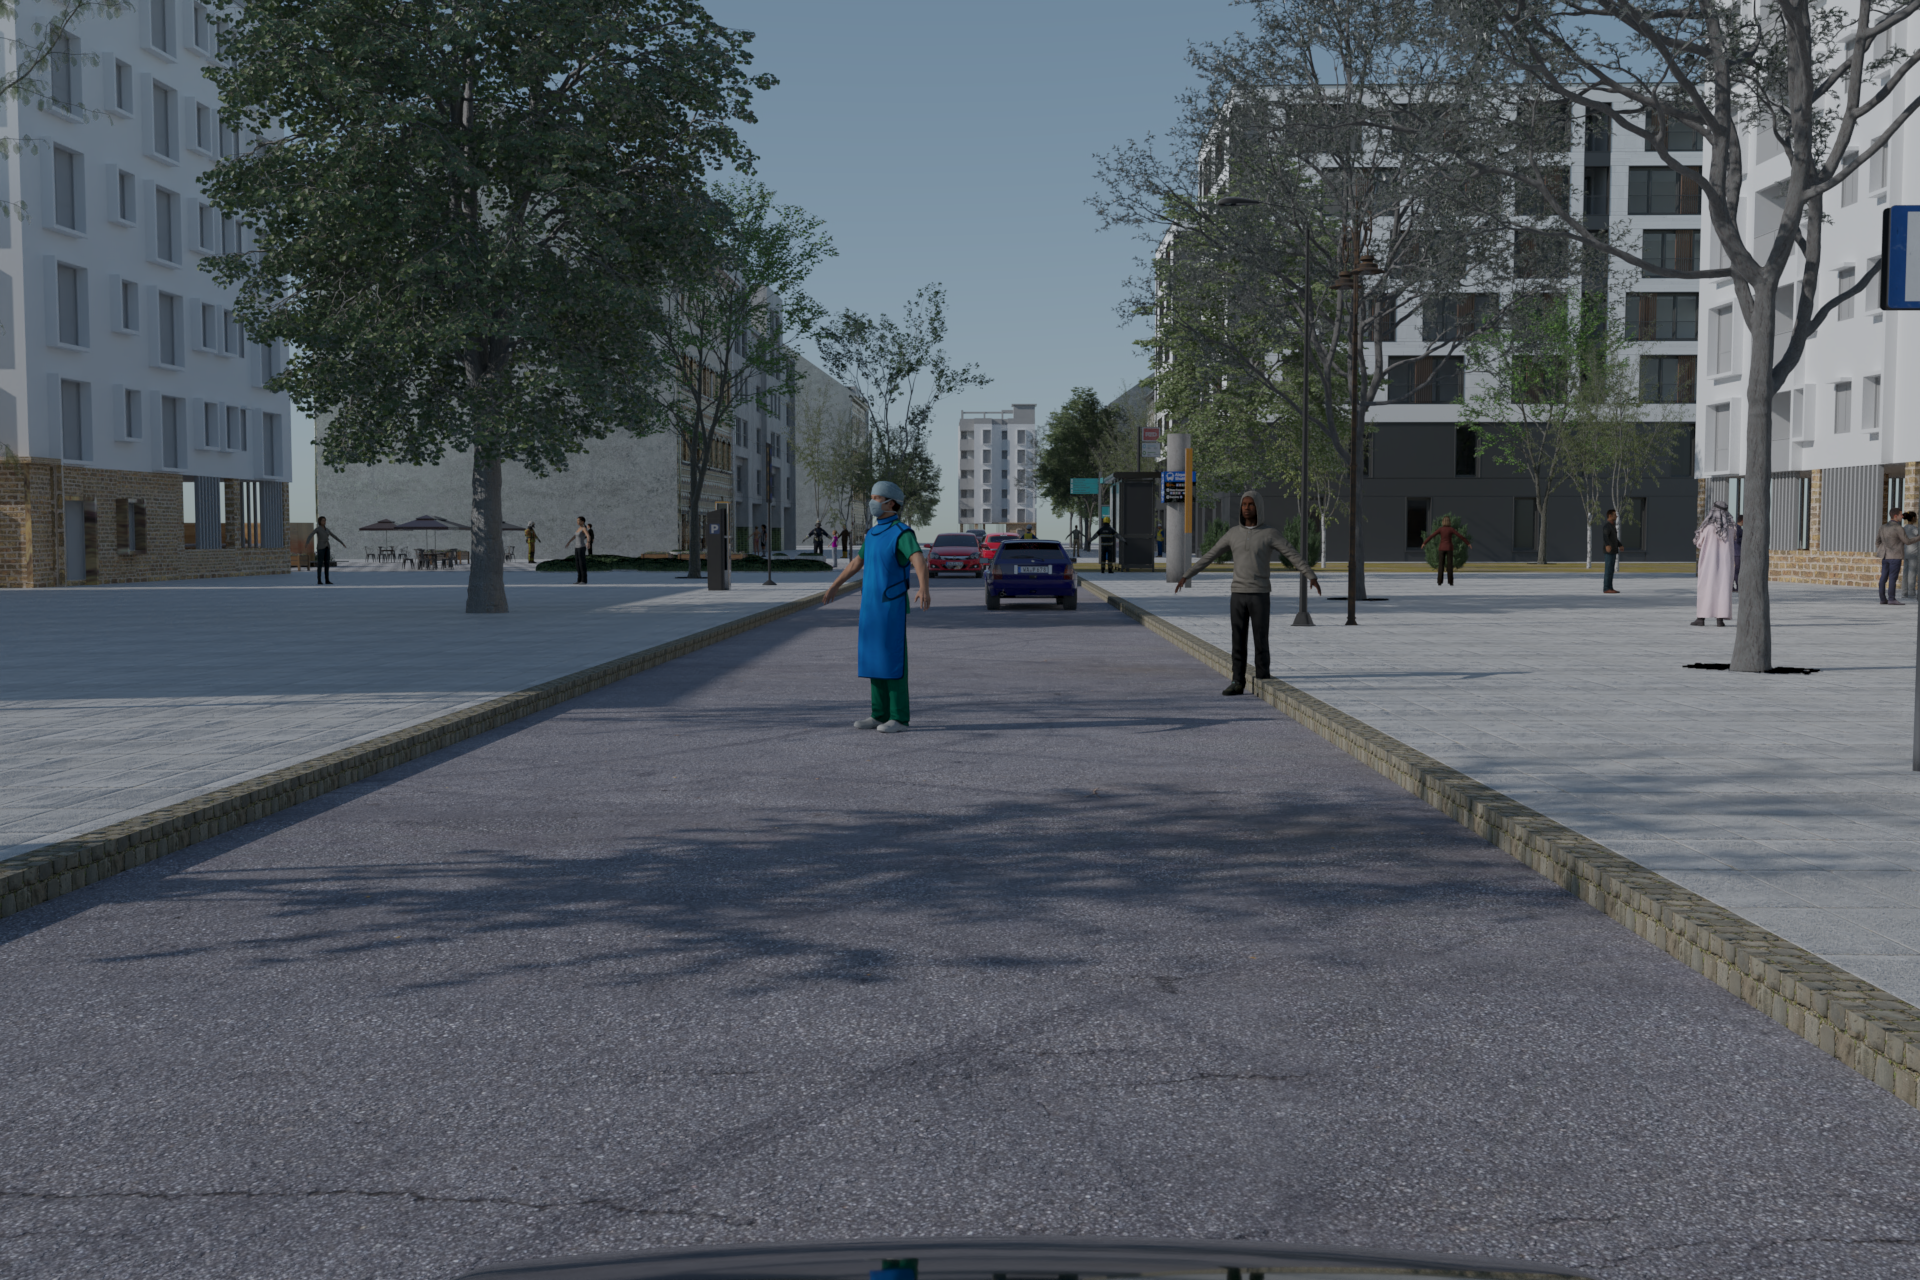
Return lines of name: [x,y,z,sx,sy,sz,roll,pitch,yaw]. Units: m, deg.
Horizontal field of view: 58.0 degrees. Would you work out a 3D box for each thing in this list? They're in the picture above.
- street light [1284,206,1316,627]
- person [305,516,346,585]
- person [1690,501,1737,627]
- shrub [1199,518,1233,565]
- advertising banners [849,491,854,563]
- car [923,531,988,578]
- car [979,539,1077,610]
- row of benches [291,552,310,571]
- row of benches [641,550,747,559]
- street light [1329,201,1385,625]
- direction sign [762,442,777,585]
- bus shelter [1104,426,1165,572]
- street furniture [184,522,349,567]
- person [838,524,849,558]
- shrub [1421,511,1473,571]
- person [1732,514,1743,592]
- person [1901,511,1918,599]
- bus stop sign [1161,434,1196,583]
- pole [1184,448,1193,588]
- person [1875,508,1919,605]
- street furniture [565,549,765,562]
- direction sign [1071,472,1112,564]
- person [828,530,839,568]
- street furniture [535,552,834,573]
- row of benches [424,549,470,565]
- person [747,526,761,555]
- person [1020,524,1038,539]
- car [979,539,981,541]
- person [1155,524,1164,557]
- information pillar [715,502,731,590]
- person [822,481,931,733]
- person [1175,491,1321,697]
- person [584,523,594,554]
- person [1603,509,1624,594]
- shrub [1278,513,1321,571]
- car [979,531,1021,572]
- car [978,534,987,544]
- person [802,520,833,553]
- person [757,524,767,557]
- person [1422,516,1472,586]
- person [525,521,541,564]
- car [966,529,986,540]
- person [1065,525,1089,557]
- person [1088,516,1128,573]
street light: [5.328,-3.145,23.961,1.470,5.913,1.316,0,4,2]
person: [-16.161,-2.283,44.093,0.721,1.744,1.215,2,4,32]
person: [10.513,-1.061,24.066,0.551,1.740,0.621,-1,4,-9]
shrub: [10.886,-4.192,72.965,1.690,2.028,1.600,0,3,0]
advertising banners: [-4.345,-4.475,69.353,0.090,3.025,2.074,0,4,1]
car: [-0.121,-2.980,57.765,2.155,1.783,4.494,0,4,2]
car: [1.359,-1.314,34.071,1.945,1.354,3.894,0,3,0]
row of benches: [-24.744,-2.757,60.545,4.104,0.672,1.422,1,4,13]
row of benches: [-10.063,-3.030,64.997,4.104,0.672,1.422,1,4,9]
street light: [5.510,-3.145,24.207,0.468,5.910,1.993,0,4,1]
direction sign: [-4.768,-3.136,43.277,0.379,3.537,0.876,0,4,1]
bus shelter: [6.349,-5.184,62.385,2.179,5.291,8.768,0,4,2]
street furniture: [-28.480,-3.756,68.258,11.010,1.723,9.812,2,4,33]
person: [-6.153,-5.249,91.957,0.704,1.812,1.346,-3,4,-38]
shrub: [16.719,-3.387,59.413,1.661,2.075,1.752,0,3,0]
person: [17.136,-1.905,38.109,0.530,1.710,0.541,3,5,44]
person: [19.051,-1.699,34.556,0.721,1.739,1.217,0,4,-4]
bus stop sign: [5.760,-3.464,45.658,0.837,3.901,0.837,0,4,2]
pole: [5.441,-2.900,41.251,0.158,3.312,0.155,0,3,0]
person: [17.029,-1.513,31.319,0.750,1.759,0.617,0,4,3]
street furniture: [-12.537,-3.441,71.889,5.734,0.657,10.072,3,5,39]
direction sign: [5.995,-5.187,73.568,2.525,3.948,1.411,0,4,-1]
person: [-4.845,-3.481,66.173,0.599,1.433,0.991,1,4,16]
street furniture: [-9.260,-2.702,59.807,10.072,0.657,5.734,0,4,4]
row of benches: [-21.532,-3.484,72.420,1.422,0.672,4.104,0,4,4]
person: [-11.574,-5.577,97.989,0.721,1.733,1.217,3,5,43]
person: [2.508,-3.225,61.646,1.216,1.772,0.721,2,4,28]
car: [0.408,-6.534,118.623,2.131,1.459,4.920,0,4,1]
person: [11.014,-5.489,95.708,0.705,1.833,1.349,-1,4,-17]
information pillar: [-5.406,-2.145,39.570,0.304,2.012,0.304,0,4,1]
person: [-0.563,-0.247,12.616,0.704,1.817,1.347,-2,4,-35]
person: [2.563,-0.412,15.326,1.348,1.813,0.705,2,4,29]
person: [-18.415,-4.884,86.044,0.705,1.806,1.347,1,4,10]
person: [14.095,-1.919,37.448,0.705,1.821,1.348,2,4,33]
shrub: [11.949,-3.454,60.885,1.690,2.028,1.600,0,3,0]
car: [1.667,-3.521,66.605,2.155,1.783,4.494,0,4,1]
car: [2.018,-5.852,105.466,2.009,1.686,4.222,0,4,1]
person: [-5.887,-4.051,72.021,1.354,1.856,0.705,0,4,-6]
person: [-10.957,-5.517,96.344,0.704,1.843,1.345,-2,4,-26]
person: [12.083,-2.215,43.019,1.215,1.729,0.721,1,4,22]
person: [-18.671,-4.268,75.555,0.705,1.858,1.354,1,4,11]
car: [1.244,-7.772,135.741,2.281,1.827,5.304,0,4,1]
person: [6.531,-5.559,97.165,1.348,1.796,0.705,1,4,15]
person: [4.803,-3.105,56.540,1.351,1.858,0.704,1,4,21]
